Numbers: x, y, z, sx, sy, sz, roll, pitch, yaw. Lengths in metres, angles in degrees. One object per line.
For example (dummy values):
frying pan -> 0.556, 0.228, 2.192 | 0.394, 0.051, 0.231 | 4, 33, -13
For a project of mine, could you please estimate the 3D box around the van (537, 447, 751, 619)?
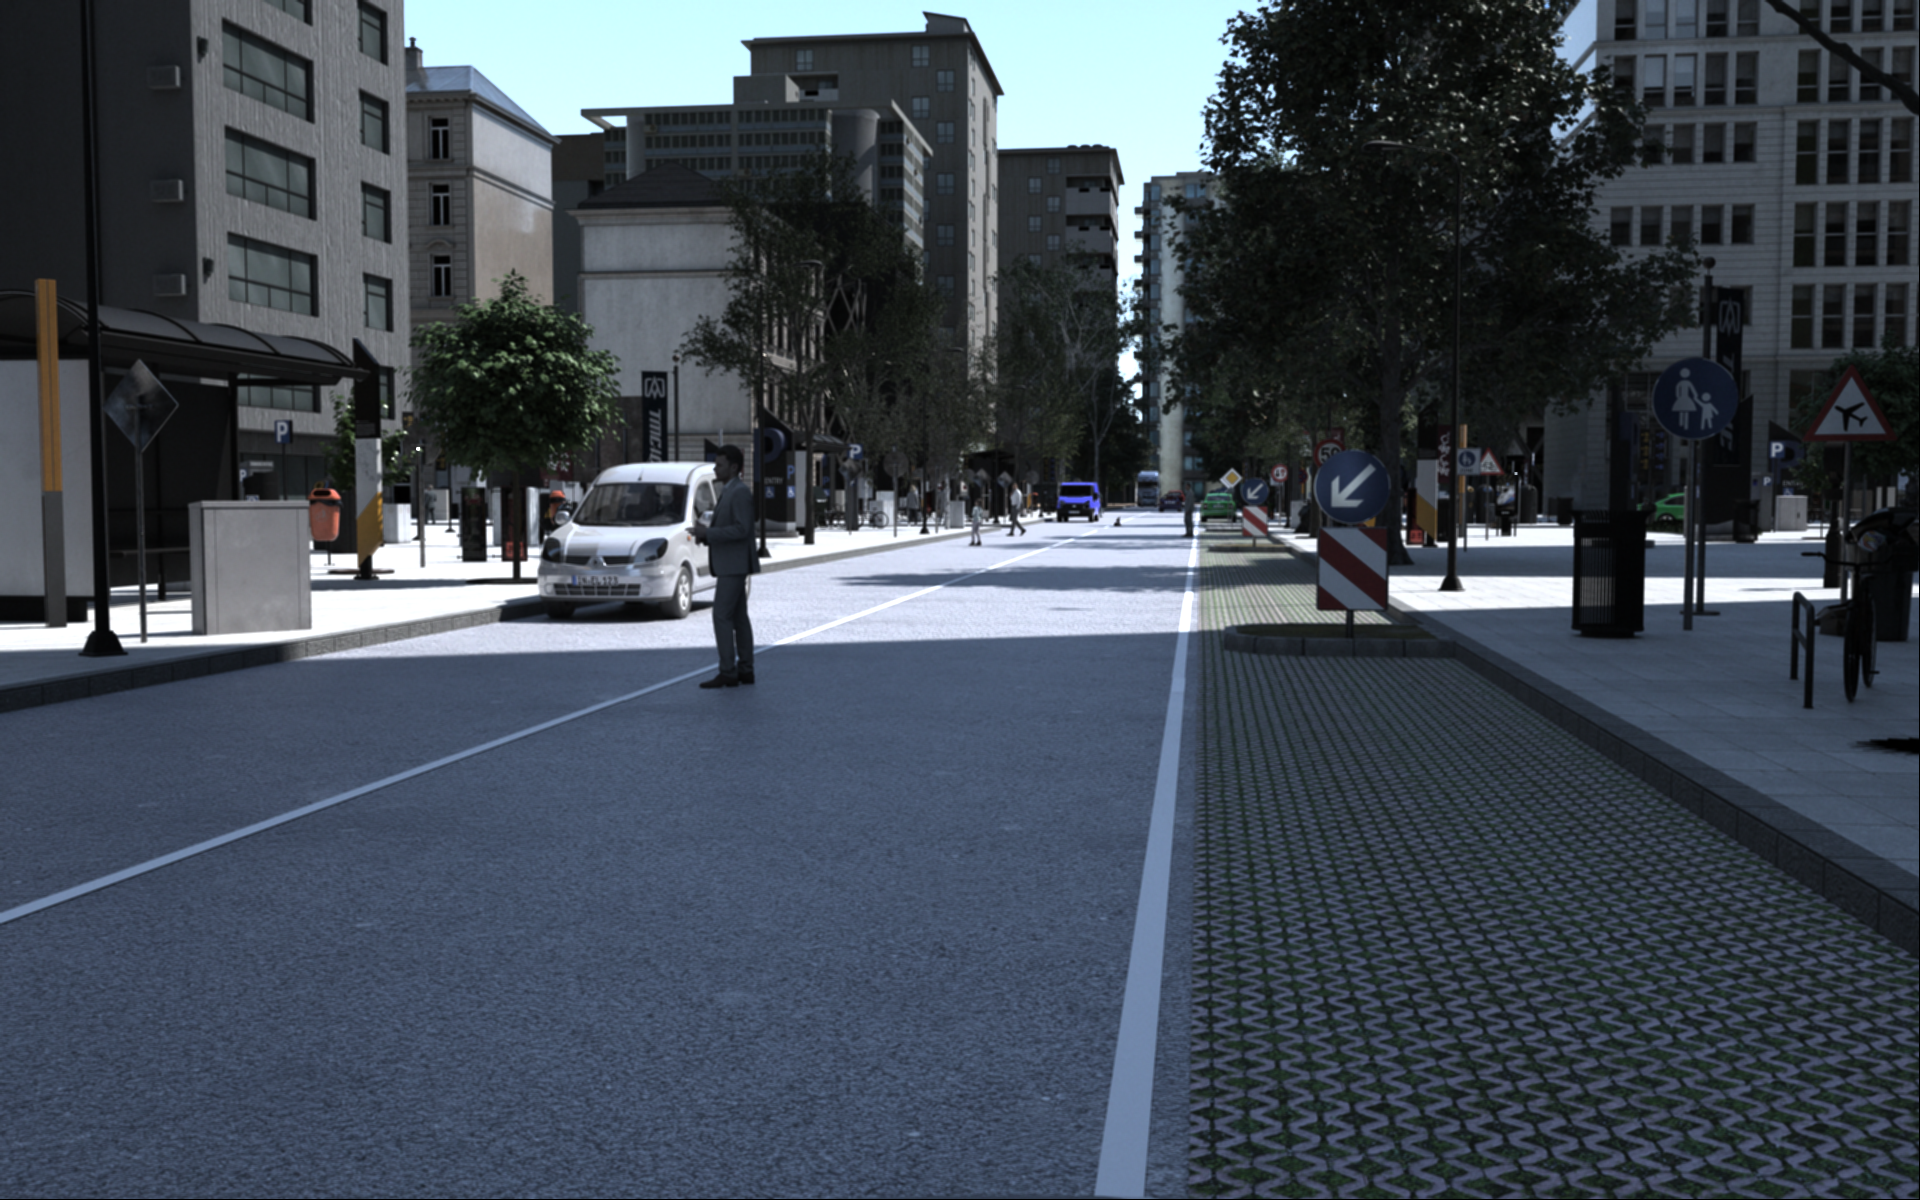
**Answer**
van -> -3.783, -0.872, 21.267 | 2.013, 2.044, 4.112 | 0, 4, 8

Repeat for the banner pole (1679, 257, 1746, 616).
banner pole -> 8.089, -1.742, 18.491 | 0.863, 3.779, 0.401 | -2, 4, -32

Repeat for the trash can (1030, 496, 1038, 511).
trash can -> 5.515, -7.229, 129.854 | 0.748, 1.137, 0.748 | 0, 3, 0

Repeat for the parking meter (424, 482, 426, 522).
parking meter -> -24.439, -4.467, 78.746 | 0.255, 1.863, 0.399 | 0, 4, -7

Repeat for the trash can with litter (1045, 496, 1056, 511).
trash can with litter -> 6.441, -6.776, 122.179 | 0.624, 1.170, 1.055 | -2, 4, -29

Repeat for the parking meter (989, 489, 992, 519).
parking meter -> 1.464, -4.996, 90.100 | 0.372, 1.533, 0.369 | 0, 3, 0

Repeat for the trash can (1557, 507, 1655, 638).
trash can -> 5.835, -0.240, 15.578 | 0.748, 1.137, 0.748 | 0, 3, 0

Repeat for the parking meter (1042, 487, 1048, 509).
parking meter -> 6.726, -8.056, 137.428 | 0.399, 1.863, 0.255 | -1, 4, -13

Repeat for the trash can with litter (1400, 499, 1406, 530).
trash can with litter -> 15.149, -3.075, 61.342 | 2.233, 1.210, 1.678 | -3, 5, -42

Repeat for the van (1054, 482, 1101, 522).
van -> 6.129, -5.209, 89.557 | 2.240, 2.365, 5.245 | 1, 4, 9

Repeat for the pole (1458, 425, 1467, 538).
pole -> 14.757, -3.488, 50.876 | 0.158, 3.312, 0.155 | 0, 3, 0

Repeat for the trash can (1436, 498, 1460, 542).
trash can -> 13.416, -2.263, 48.658 | 0.748, 1.137, 0.748 | 0, 3, 0

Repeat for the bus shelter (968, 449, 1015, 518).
bus shelter -> 1.660, -6.303, 94.340 | 1.731, 3.624, 6.357 | 0, 4, 8

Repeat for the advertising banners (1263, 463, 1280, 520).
advertising banners -> 15.722, -5.573, 87.302 | 0.090, 3.025, 2.074 | -1, 4, -17

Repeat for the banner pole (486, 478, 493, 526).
banner pole -> -19.058, -4.865, 69.552 | 0.863, 3.779, 0.401 | 1, 4, 18

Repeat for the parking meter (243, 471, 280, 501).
parking meter -> -7.670, -0.650, 19.046 | 0.372, 1.533, 0.369 | 0, 3, 0

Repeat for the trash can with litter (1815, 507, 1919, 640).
trash can with litter -> 8.015, -0.248, 15.442 | 0.624, 1.170, 1.055 | 0, 4, -8

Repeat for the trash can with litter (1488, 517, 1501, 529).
trash can with litter -> 19.830, -3.207, 63.816 | 0.624, 1.170, 1.055 | -1, 4, -16

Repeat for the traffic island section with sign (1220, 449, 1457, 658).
traffic island section with sign -> 3.464, -0.456, 16.086 | 1.989, 1.847, 2.006 | 0, 4, 8

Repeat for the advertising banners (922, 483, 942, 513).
advertising banners -> -2.055, -7.056, 111.549 | 2.074, 3.025, 0.090 | -1, 4, -14

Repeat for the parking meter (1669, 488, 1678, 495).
parking meter -> 29.293, -3.837, 71.138 | 0.372, 1.533, 0.369 | 0, 3, 0

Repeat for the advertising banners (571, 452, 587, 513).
advertising banners -> -7.446, -2.391, 35.284 | 2.074, 3.025, 0.090 | 1, 4, 23

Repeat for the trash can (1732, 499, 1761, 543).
trash can -> 20.618, -2.067, 45.452 | 0.748, 1.137, 0.748 | 0, 3, 0

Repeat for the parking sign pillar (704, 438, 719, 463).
parking sign pillar -> -11.554, -5.778, 82.936 | 1.447, 3.967, 1.447 | -1, 4, -17

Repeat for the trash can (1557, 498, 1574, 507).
trash can -> 24.869, -3.641, 71.188 | 0.748, 1.137, 0.748 | 0, 3, 0

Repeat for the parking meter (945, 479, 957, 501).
parking meter -> -0.340, -3.715, 66.453 | 0.399, 1.863, 0.255 | 3, 5, 40

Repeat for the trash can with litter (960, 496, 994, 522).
trash can with litter -> 0.664, -4.159, 79.057 | 2.233, 1.210, 1.678 | -1, 4, -22

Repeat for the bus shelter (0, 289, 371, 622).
bus shelter -> -9.002, -1.587, 19.878 | 2.014, 3.302, 5.546 | 0, 4, 8

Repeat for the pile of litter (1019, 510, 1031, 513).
pile of litter -> 4.243, -6.297, 116.925 | 1.176, 0.858, 1.719 | -3, 5, -43

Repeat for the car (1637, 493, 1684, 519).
car -> 28.530, -3.558, 66.966 | 4.718, 1.807, 1.959 | 1, 4, 9

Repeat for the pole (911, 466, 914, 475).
pole -> -3.416, -8.017, 124.926 | 0.158, 3.312, 0.155 | 0, 3, 0

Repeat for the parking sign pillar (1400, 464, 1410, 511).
parking sign pillar -> 33.549, -8.760, 131.690 | 1.447, 3.967, 1.447 | -1, 4, -18

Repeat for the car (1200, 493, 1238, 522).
car -> 13.270, -4.888, 88.718 | 1.959, 1.807, 4.718 | 1, 4, 9

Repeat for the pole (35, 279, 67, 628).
pole -> -8.706, -1.391, 16.581 | 0.158, 3.312, 0.155 | 0, 3, 0

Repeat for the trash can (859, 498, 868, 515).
trash can -> -5.943, -5.783, 106.205 | 0.748, 1.137, 0.748 | 0, 3, 0

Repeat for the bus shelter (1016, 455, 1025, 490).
bus shelter -> 2.697, -6.868, 103.576 | 1.731, 3.624, 6.357 | 0, 4, 8

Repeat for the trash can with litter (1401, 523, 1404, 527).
trash can with litter -> 15.986, -3.246, 64.462 | 1.055, 1.170, 0.624 | 1, 4, 21

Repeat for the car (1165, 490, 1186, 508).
car -> 22.614, -10.576, 181.592 | 2.281, 1.827, 5.304 | 0, 4, 8

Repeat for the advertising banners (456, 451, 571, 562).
advertising banners -> -8.514, -2.246, 32.905 | 2.074, 3.025, 0.090 | 0, 4, -3

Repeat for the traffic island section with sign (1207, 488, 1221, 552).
traffic island section with sign -> 7.195, -2.104, 43.031 | 1.989, 1.847, 2.006 | 0, 4, 8

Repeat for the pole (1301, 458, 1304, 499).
pole -> 18.474, -6.098, 93.545 | 0.158, 3.312, 0.155 | 0, 3, 0

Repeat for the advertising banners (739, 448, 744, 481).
advertising banners -> -8.888, -4.332, 67.017 | 0.090, 3.025, 2.074 | -3, 4, -38

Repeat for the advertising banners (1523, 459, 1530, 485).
advertising banners -> 27.807, -5.523, 86.491 | 0.090, 3.025, 2.074 | -1, 4, -16

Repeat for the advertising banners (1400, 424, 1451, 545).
advertising banners -> 11.434, -2.893, 43.493 | 2.074, 3.025, 0.090 | 0, 4, -6

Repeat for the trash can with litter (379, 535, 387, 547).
trash can with litter -> -14.370, -1.862, 41.830 | 0.624, 1.170, 1.055 | 1, 4, 14

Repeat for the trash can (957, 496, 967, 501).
trash can -> 0.211, -5.935, 108.683 | 0.748, 1.137, 0.748 | 0, 3, 0

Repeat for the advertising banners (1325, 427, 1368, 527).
advertising banners -> 10.478, -2.985, 44.993 | 2.074, 3.025, 0.090 | 2, 4, 29

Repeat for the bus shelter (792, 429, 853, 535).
bus shelter -> -4.988, -3.804, 56.126 | 2.014, 3.302, 5.546 | 0, 4, 8

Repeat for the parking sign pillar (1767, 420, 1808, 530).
parking sign pillar -> 29.876, -4.529, 62.522 | 1.447, 3.967, 1.447 | 1, 4, 16

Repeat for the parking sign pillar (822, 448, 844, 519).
parking sign pillar -> -6.402, -5.872, 84.473 | 1.447, 3.967, 1.447 | 0, 4, 7

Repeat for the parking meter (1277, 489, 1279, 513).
parking meter -> 21.603, -6.806, 116.984 | 0.255, 1.863, 0.399 | -2, 4, -29

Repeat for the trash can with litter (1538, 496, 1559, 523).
trash can with litter -> 26.027, -4.040, 77.111 | 2.233, 1.210, 1.678 | -1, 4, -8

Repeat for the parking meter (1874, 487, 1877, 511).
parking meter -> 40.858, -4.362, 77.030 | 0.399, 1.863, 0.255 | 2, 4, 28

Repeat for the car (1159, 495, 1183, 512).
car -> 16.853, -7.703, 138.525 | 1.945, 1.354, 3.894 | 1, 4, 9

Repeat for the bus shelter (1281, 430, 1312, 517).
bus shelter -> 19.258, -7.434, 99.173 | 2.179, 5.291, 8.768 | 0, 4, 8

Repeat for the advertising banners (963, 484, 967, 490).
advertising banners -> 0.658, -6.575, 103.683 | 0.090, 3.025, 2.074 | 2, 4, 30

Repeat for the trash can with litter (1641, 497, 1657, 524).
trash can with litter -> 25.280, -3.151, 62.898 | 1.055, 1.170, 0.624 | 2, 4, 23

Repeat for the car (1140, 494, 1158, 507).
car -> 20.750, -10.902, 190.242 | 2.014, 1.417, 4.499 | 0, 4, 8
